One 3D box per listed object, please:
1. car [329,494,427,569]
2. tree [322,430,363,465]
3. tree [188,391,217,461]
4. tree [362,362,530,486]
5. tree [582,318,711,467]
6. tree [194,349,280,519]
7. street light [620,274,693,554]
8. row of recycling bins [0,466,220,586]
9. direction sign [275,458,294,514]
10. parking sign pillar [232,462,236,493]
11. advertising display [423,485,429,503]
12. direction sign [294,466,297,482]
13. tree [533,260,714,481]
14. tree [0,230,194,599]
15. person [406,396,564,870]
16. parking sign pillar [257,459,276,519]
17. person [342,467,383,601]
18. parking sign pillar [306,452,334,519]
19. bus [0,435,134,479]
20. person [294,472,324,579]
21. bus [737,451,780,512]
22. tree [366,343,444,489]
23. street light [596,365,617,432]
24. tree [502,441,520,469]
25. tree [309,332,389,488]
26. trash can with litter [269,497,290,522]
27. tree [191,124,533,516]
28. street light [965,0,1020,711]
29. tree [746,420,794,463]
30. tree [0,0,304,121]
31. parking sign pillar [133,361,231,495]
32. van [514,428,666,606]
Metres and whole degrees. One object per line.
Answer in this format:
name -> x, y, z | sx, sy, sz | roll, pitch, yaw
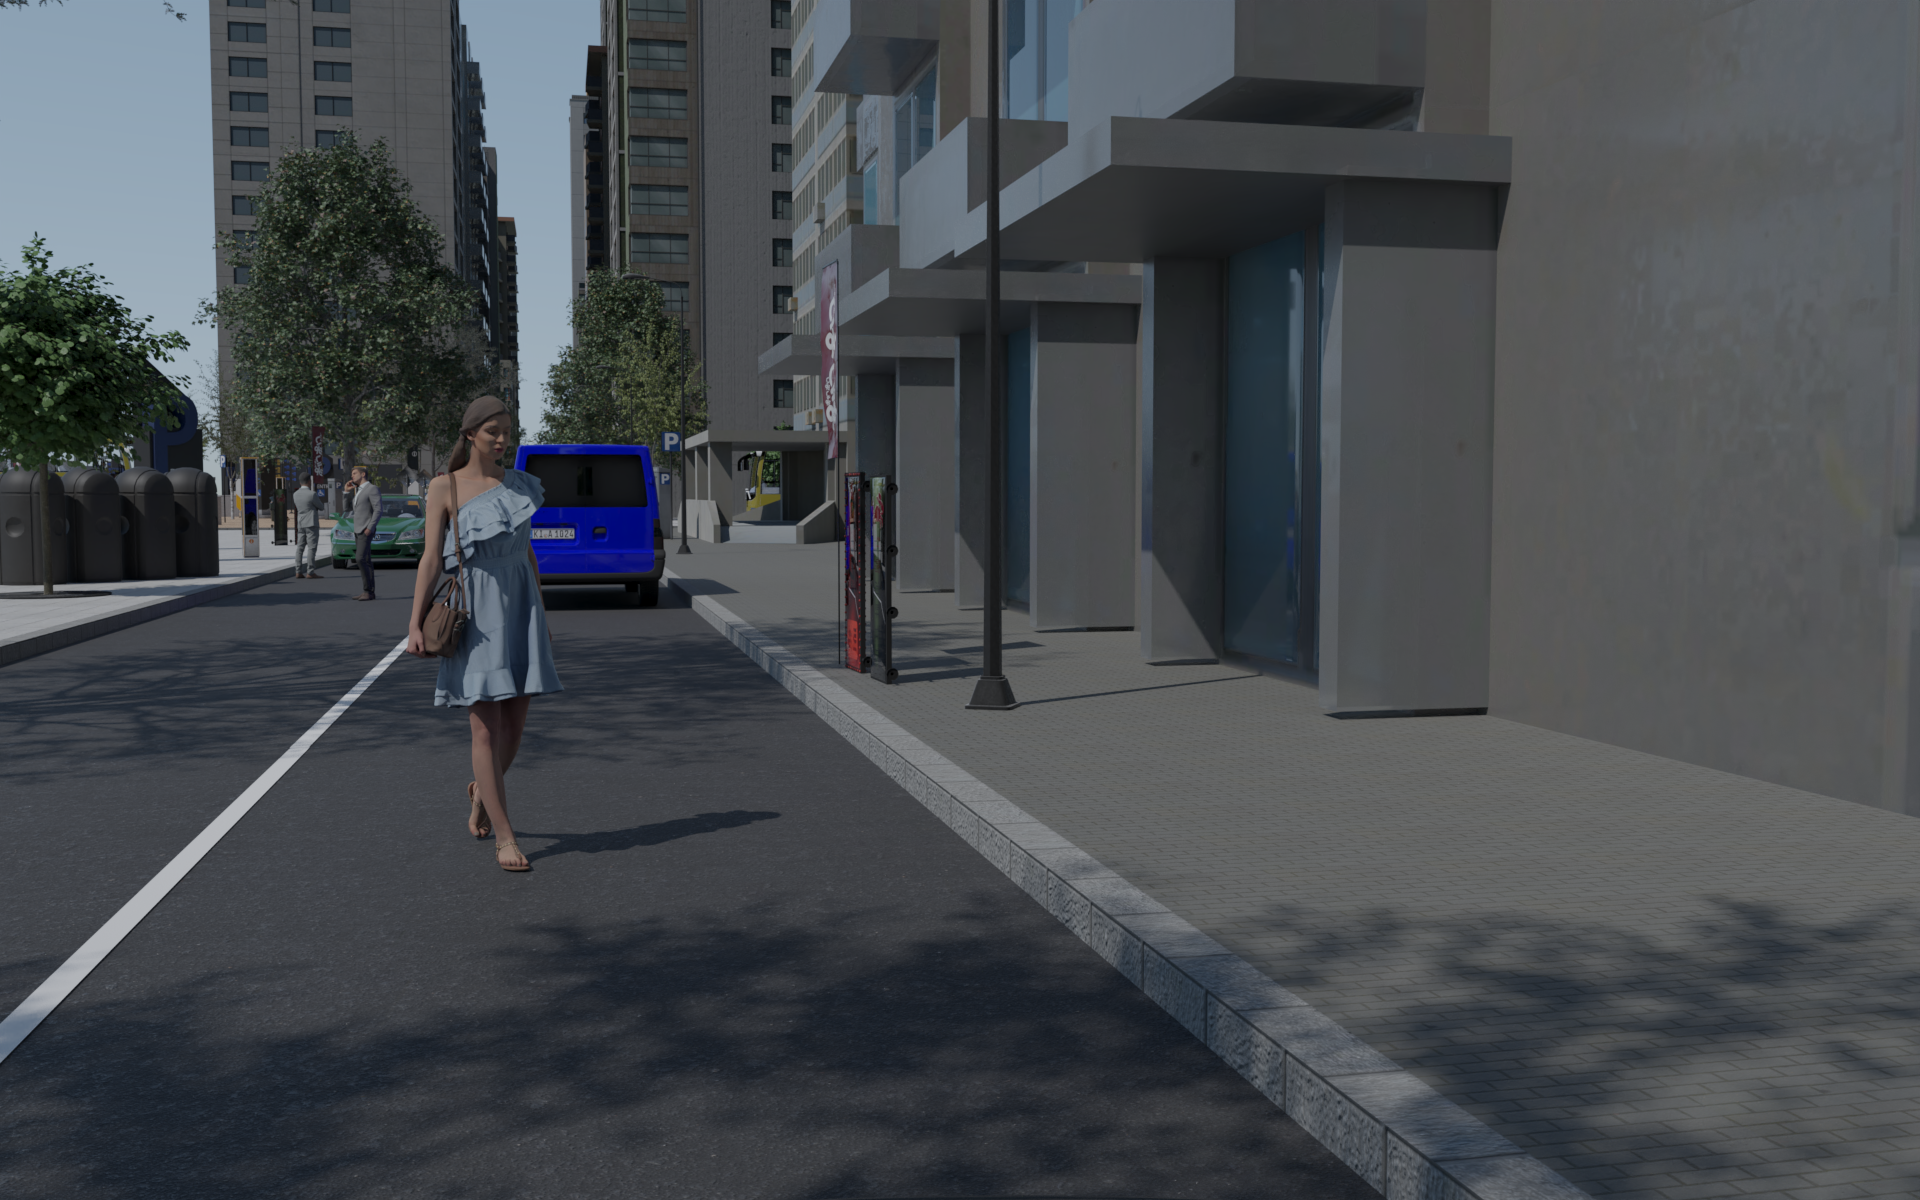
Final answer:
car -> -11.492, -1.411, 34.869 | 2.131, 1.459, 4.920 | -1, 4, -13
tree -> -42.277, -11.635, 124.651 | 8.767, 10.594, 7.601 | -1, 4, -11
tree -> -53.680, -10.355, 119.663 | 4.737, 8.622, 4.395 | 0, 3, 0
tree -> -32.760, -10.941, 113.303 | 8.767, 10.594, 7.601 | 1, 4, 18
tree -> -12.981, -7.543, 73.689 | 4.737, 8.622, 4.395 | 0, 3, 0
tree -> -36.879, -8.388, 87.505 | 4.360, 8.622, 3.978 | 0, 3, 0
street light -> -6.426, -3.928, 36.758 | 1.470, 5.913, 1.316 | -1, 4, -13
row of recycling bins -> -12.551, -1.140, 25.754 | 1.069, 1.692, 3.534 | 2, 4, 25
direction sign -> -42.248, -7.097, 108.032 | 0.876, 3.537, 0.379 | -1, 4, -9
parking sign pillar -> -51.894, -8.280, 123.850 | 1.447, 3.967, 1.447 | 2, 4, 33
advertising display -> -27.945, -5.289, 91.690 | 0.974, 1.923, 0.123 | 1, 4, 10
direction sign -> -43.731, -7.413, 113.198 | 0.876, 3.537, 0.379 | 1, 4, 16
tree -> -16.449, -10.272, 84.947 | 9.611, 12.733, 9.660 | 0, 3, 0
tree -> -11.550, -2.323, 21.695 | 4.285, 4.588, 4.351 | 0, 3, 0
person -> -1.888, 0.110, 6.803 | 0.616, 1.811, 0.778 | -2, 4, -32
parking sign pillar -> -36.595, -6.282, 91.189 | 1.447, 3.967, 1.447 | 1, 4, 12
person -> -8.079, -0.902, 23.430 | 0.473, 1.802, 0.592 | -2, 4, -28
parking sign pillar -> -32.511, -6.088, 88.009 | 1.447, 3.967, 1.447 | -2, 4, -25
bus -> -35.395, -4.306, 61.949 | 12.252, 3.916, 2.896 | -1, 4, -13
person -> -11.047, -1.270, 29.442 | 0.511, 1.800, 0.466 | 1, 4, 11
bus -> -2.598, -4.741, 69.055 | 12.252, 3.916, 2.896 | -1, 4, -12
tree -> -26.234, -8.108, 82.932 | 4.360, 8.622, 3.978 | 0, 3, 0
street light -> -12.452, -5.521, 62.807 | 1.470, 5.913, 1.316 | -1, 4, -13
tree -> -54.335, -15.835, 209.264 | 4.360, 8.622, 3.978 | 0, 3, 0
tree -> -25.469, -7.441, 72.019 | 4.737, 8.622, 4.395 | 0, 3, 0
trash can with litter -> -31.590, -4.228, 80.521 | 1.055, 1.170, 0.624 | 2, 4, 28
tree -> -19.171, -8.392, 54.220 | 9.611, 12.733, 9.660 | 0, 3, 0
street light -> -0.333, -2.299, 10.122 | 1.470, 5.913, 1.316 | -1, 4, -13
tree -> -7.808, -5.693, 76.797 | 4.285, 4.588, 4.351 | 0, 3, 0
tree -> -8.672, -6.031, 8.972 | 12.009, 13.543, 11.850 | 0, 3, 0
parking sign pillar -> -15.018, -2.716, 32.880 | 1.447, 3.967, 1.447 | 1, 4, 21
van -> -5.186, -1.177, 23.631 | 2.240, 2.365, 5.245 | -1, 4, -14
